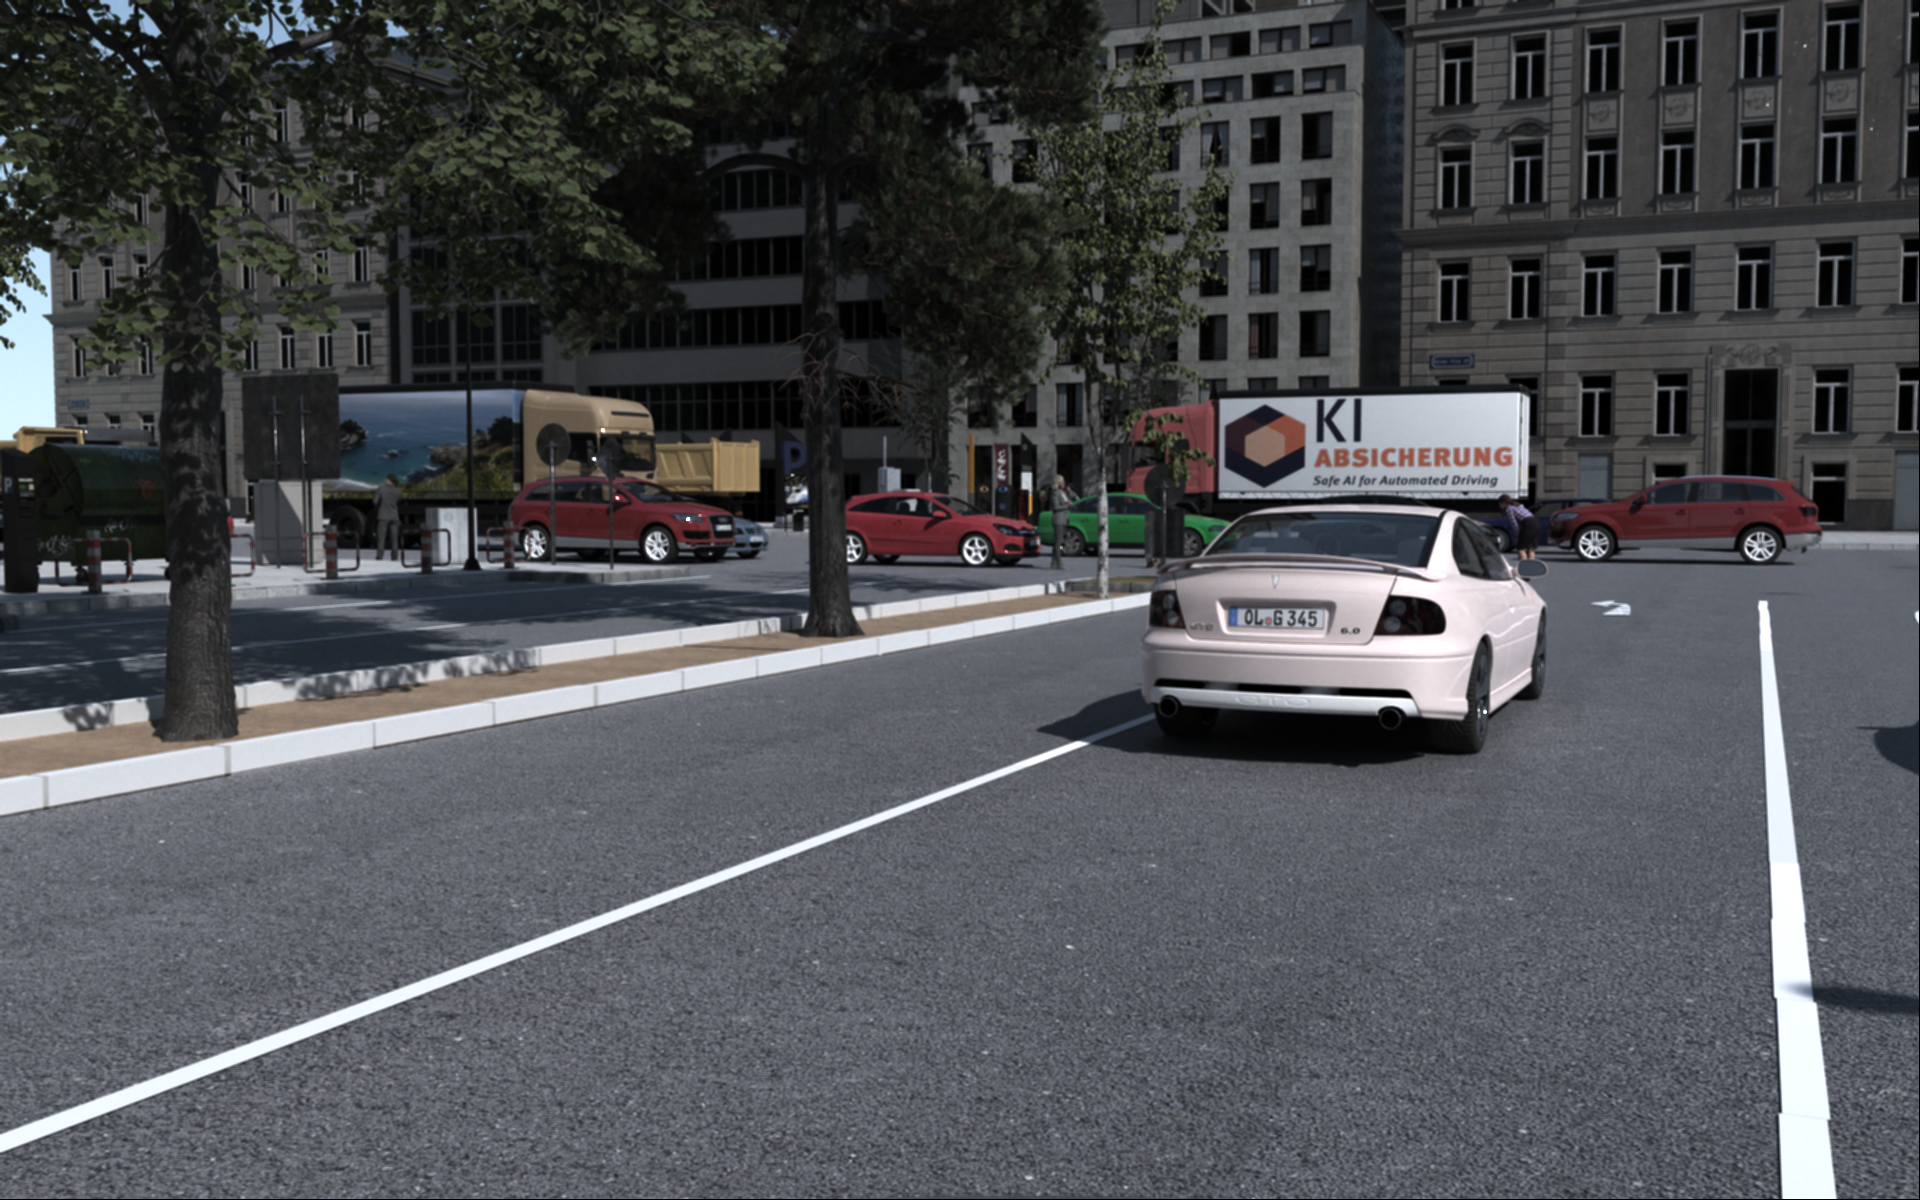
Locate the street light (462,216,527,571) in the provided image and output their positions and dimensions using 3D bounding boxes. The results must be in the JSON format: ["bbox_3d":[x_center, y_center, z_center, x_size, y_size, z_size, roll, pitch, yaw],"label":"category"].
[{"bbox_3d":[-7.742,-3.441,28.804,1.470,5.913,1.316,2,4,25],"label":"street light"}]

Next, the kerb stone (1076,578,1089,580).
[{"bbox_3d":[1.826,-0.236,26.100,0.120,0.150,1.000,2,4,25],"label":"kerb stone"}]

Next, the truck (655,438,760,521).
[{"bbox_3d":[-11.232,-3.674,55.987,9.791,3.379,3.469,2,4,26],"label":"truck"}]

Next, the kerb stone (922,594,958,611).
[{"bbox_3d":[-0.323,0.048,21.419,0.120,0.150,1.000,2,4,25],"label":"kerb stone"}]

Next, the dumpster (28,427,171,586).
[{"bbox_3d":[-12.335,-1.374,24.959,1.502,2.255,1.985,2,4,24],"label":"dumpster"}]

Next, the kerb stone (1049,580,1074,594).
[{"bbox_3d":[1.394,-0.177,25.165,0.120,0.150,1.000,2,4,25],"label":"kerb stone"}]

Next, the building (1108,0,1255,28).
[{"bbox_3d":[13.677,-42.524,133.517,20.563,71.187,20.611,2,4,25],"label":"building"}]

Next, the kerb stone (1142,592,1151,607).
[{"bbox_3d":[2.431,-0.012,22.389,0.120,0.150,1.000,2,4,25],"label":"kerb stone"}]

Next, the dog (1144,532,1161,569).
[{"bbox_3d":[3.670,-1.021,33.526,0.513,0.831,0.800,2,4,29],"label":"dog"}]

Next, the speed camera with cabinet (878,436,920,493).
[{"bbox_3d":[-2.074,-3.952,58.956,0.660,3.252,2.038,-2,4,-30],"label":"speed camera with cabinet"}]

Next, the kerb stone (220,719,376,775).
[{"bbox_3d":[-3.561,0.789,9.301,0.120,0.150,1.000,2,4,25],"label":"kerb stone"}]

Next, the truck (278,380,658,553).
[{"bbox_3d":[-12.483,-3.405,44.582,11.283,4.237,2.839,2,4,24],"label":"truck"}]

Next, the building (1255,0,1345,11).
[{"bbox_3d":[21.245,-34.846,158.969,27.495,52.752,28.713,2,4,25],"label":"building"}]

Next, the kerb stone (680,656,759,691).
[{"bbox_3d":[-1.848,0.560,13.047,0.120,0.150,1.000,2,4,25],"label":"kerb stone"}]

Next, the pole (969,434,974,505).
[{"bbox_3d":[0.391,-4.004,59.314,0.158,3.312,0.155,0,3,0],"label":"pole"}]

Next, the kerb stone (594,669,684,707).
[{"bbox_3d":[-2.279,0.620,12.113,0.120,0.150,1.000,2,4,25],"label":"kerb stone"}]

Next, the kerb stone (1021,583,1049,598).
[{"bbox_3d":[0.970,-0.115,24.231,0.120,0.150,1.000,2,4,25],"label":"kerb stone"}]

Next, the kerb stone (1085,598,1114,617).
[{"bbox_3d":[1.570,0.105,20.527,0.120,0.150,1.000,2,4,25],"label":"kerb stone"}]

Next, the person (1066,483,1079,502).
[{"bbox_3d":[3.114,-2.372,48.008,0.376,1.734,0.841,0,4,0],"label":"person"}]

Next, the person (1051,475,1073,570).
[{"bbox_3d":[1.964,-1.487,32.994,0.526,1.800,0.537,3,4,36],"label":"person"}]

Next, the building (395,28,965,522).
[{"bbox_3d":[-11.736,-16.228,84.400,30.058,24.678,14.314,2,4,25],"label":"building"}]

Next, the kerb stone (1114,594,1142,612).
[{"bbox_3d":[2.009,0.049,21.454,0.120,0.150,1.000,2,4,25],"label":"kerb stone"}]

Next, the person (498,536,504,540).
[{"bbox_3d":[-13.960,-2.765,53.806,0.778,1.811,0.616,-1,4,-10],"label":"person"}]

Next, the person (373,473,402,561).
[{"bbox_3d":[-11.468,-1.606,34.562,0.655,1.846,0.447,-3,5,-41],"label":"person"}]

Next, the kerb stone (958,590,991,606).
[{"bbox_3d":[0.109,-0.010,22.358,0.120,0.150,1.000,2,4,25],"label":"kerb stone"}]

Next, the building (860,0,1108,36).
[{"bbox_3d":[1.292,-44.956,173.290,20.611,71.187,20.563,2,4,25],"label":"building"}]

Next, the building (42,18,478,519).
[{"bbox_3d":[-36.889,-18.248,95.614,25.104,27.353,12.463,2,4,25],"label":"building"}]

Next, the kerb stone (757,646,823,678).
[{"bbox_3d":[-1.421,0.503,13.979,0.120,0.150,1.000,2,4,25],"label":"kerb stone"}]

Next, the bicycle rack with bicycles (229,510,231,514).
[{"bbox_3d":[-37.724,-4.429,85.797,2.925,0.926,2.852,-2,4,-27],"label":"bicycle rack with bicycles"}]

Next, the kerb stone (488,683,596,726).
[{"bbox_3d":[-2.718,0.674,11.176,0.120,0.150,1.000,2,4,25],"label":"kerb stone"}]

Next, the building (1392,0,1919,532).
[{"bbox_3d":[29.919,-16.374,64.974,25.104,27.353,12.463,2,4,25],"label":"building"}]

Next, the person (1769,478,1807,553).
[{"bbox_3d":[20.136,-2.059,42.129,0.622,1.834,0.822,-3,5,-43],"label":"person"}]

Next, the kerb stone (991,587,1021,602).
[{"bbox_3d":[0.539,-0.067,23.297,0.120,0.150,1.000,2,4,25],"label":"kerb stone"}]

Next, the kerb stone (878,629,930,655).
[{"bbox_3d":[-0.566,0.388,15.854,0.120,0.150,1.000,2,4,25],"label":"kerb stone"}]

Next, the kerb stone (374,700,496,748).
[{"bbox_3d":[-3.140,0.737,10.237,0.120,0.150,1.000,2,4,25],"label":"kerb stone"}]

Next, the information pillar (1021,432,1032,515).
[{"bbox_3d":[2.510,-4.554,65.820,0.504,3.616,0.183,-2,4,-33],"label":"information pillar"}]

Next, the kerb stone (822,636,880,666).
[{"bbox_3d":[-0.994,0.445,14.912,0.120,0.150,1.000,2,4,25],"label":"kerb stone"}]

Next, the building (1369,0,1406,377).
[{"bbox_3d":[57.496,-48.439,230.235,20.611,71.187,20.563,2,4,25],"label":"building"}]

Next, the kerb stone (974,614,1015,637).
[{"bbox_3d":[0.291,0.274,17.719,0.120,0.150,1.000,2,4,25],"label":"kerb stone"}]

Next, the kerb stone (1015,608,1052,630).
[{"bbox_3d":[0.724,0.217,18.652,0.120,0.150,1.000,2,4,25],"label":"kerb stone"}]

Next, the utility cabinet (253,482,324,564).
[{"bbox_3d":[-12.270,-1.405,31.649,0.318,1.500,1.173,3,5,41],"label":"utility cabinet"}]

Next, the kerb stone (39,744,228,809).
[{"bbox_3d":[-3.995,0.847,8.363,0.120,0.150,1.000,2,4,25],"label":"kerb stone"}]

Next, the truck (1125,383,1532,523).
[{"bbox_3d":[9.523,-3.564,47.192,11.283,4.237,2.839,2,4,23],"label":"truck"}]

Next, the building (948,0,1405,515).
[{"bbox_3d":[9.323,-13.384,73.576,16.860,20.320,10.420,2,4,25],"label":"building"}]

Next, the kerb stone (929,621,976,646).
[{"bbox_3d":[-0.133,0.335,16.784,0.120,0.150,1.000,2,4,25],"label":"kerb stone"}]

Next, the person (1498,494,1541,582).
[{"bbox_3d":[9.159,-1.019,28.395,0.697,1.427,0.421,3,5,40],"label":"person"}]

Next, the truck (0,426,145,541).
[{"bbox_3d":[-27.520,-3.391,51.374,9.791,3.379,3.469,2,4,25],"label":"truck"}]

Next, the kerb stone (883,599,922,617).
[{"bbox_3d":[-0.752,0.109,20.477,0.120,0.150,1.000,2,4,25],"label":"kerb stone"}]

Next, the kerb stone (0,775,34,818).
[{"bbox_3d":[-4.423,0.903,7.429,0.120,0.150,1.000,2,4,25],"label":"kerb stone"}]

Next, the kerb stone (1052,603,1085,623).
[{"bbox_3d":[1.148,0.159,19.591,0.120,0.150,1.000,2,4,25],"label":"kerb stone"}]
